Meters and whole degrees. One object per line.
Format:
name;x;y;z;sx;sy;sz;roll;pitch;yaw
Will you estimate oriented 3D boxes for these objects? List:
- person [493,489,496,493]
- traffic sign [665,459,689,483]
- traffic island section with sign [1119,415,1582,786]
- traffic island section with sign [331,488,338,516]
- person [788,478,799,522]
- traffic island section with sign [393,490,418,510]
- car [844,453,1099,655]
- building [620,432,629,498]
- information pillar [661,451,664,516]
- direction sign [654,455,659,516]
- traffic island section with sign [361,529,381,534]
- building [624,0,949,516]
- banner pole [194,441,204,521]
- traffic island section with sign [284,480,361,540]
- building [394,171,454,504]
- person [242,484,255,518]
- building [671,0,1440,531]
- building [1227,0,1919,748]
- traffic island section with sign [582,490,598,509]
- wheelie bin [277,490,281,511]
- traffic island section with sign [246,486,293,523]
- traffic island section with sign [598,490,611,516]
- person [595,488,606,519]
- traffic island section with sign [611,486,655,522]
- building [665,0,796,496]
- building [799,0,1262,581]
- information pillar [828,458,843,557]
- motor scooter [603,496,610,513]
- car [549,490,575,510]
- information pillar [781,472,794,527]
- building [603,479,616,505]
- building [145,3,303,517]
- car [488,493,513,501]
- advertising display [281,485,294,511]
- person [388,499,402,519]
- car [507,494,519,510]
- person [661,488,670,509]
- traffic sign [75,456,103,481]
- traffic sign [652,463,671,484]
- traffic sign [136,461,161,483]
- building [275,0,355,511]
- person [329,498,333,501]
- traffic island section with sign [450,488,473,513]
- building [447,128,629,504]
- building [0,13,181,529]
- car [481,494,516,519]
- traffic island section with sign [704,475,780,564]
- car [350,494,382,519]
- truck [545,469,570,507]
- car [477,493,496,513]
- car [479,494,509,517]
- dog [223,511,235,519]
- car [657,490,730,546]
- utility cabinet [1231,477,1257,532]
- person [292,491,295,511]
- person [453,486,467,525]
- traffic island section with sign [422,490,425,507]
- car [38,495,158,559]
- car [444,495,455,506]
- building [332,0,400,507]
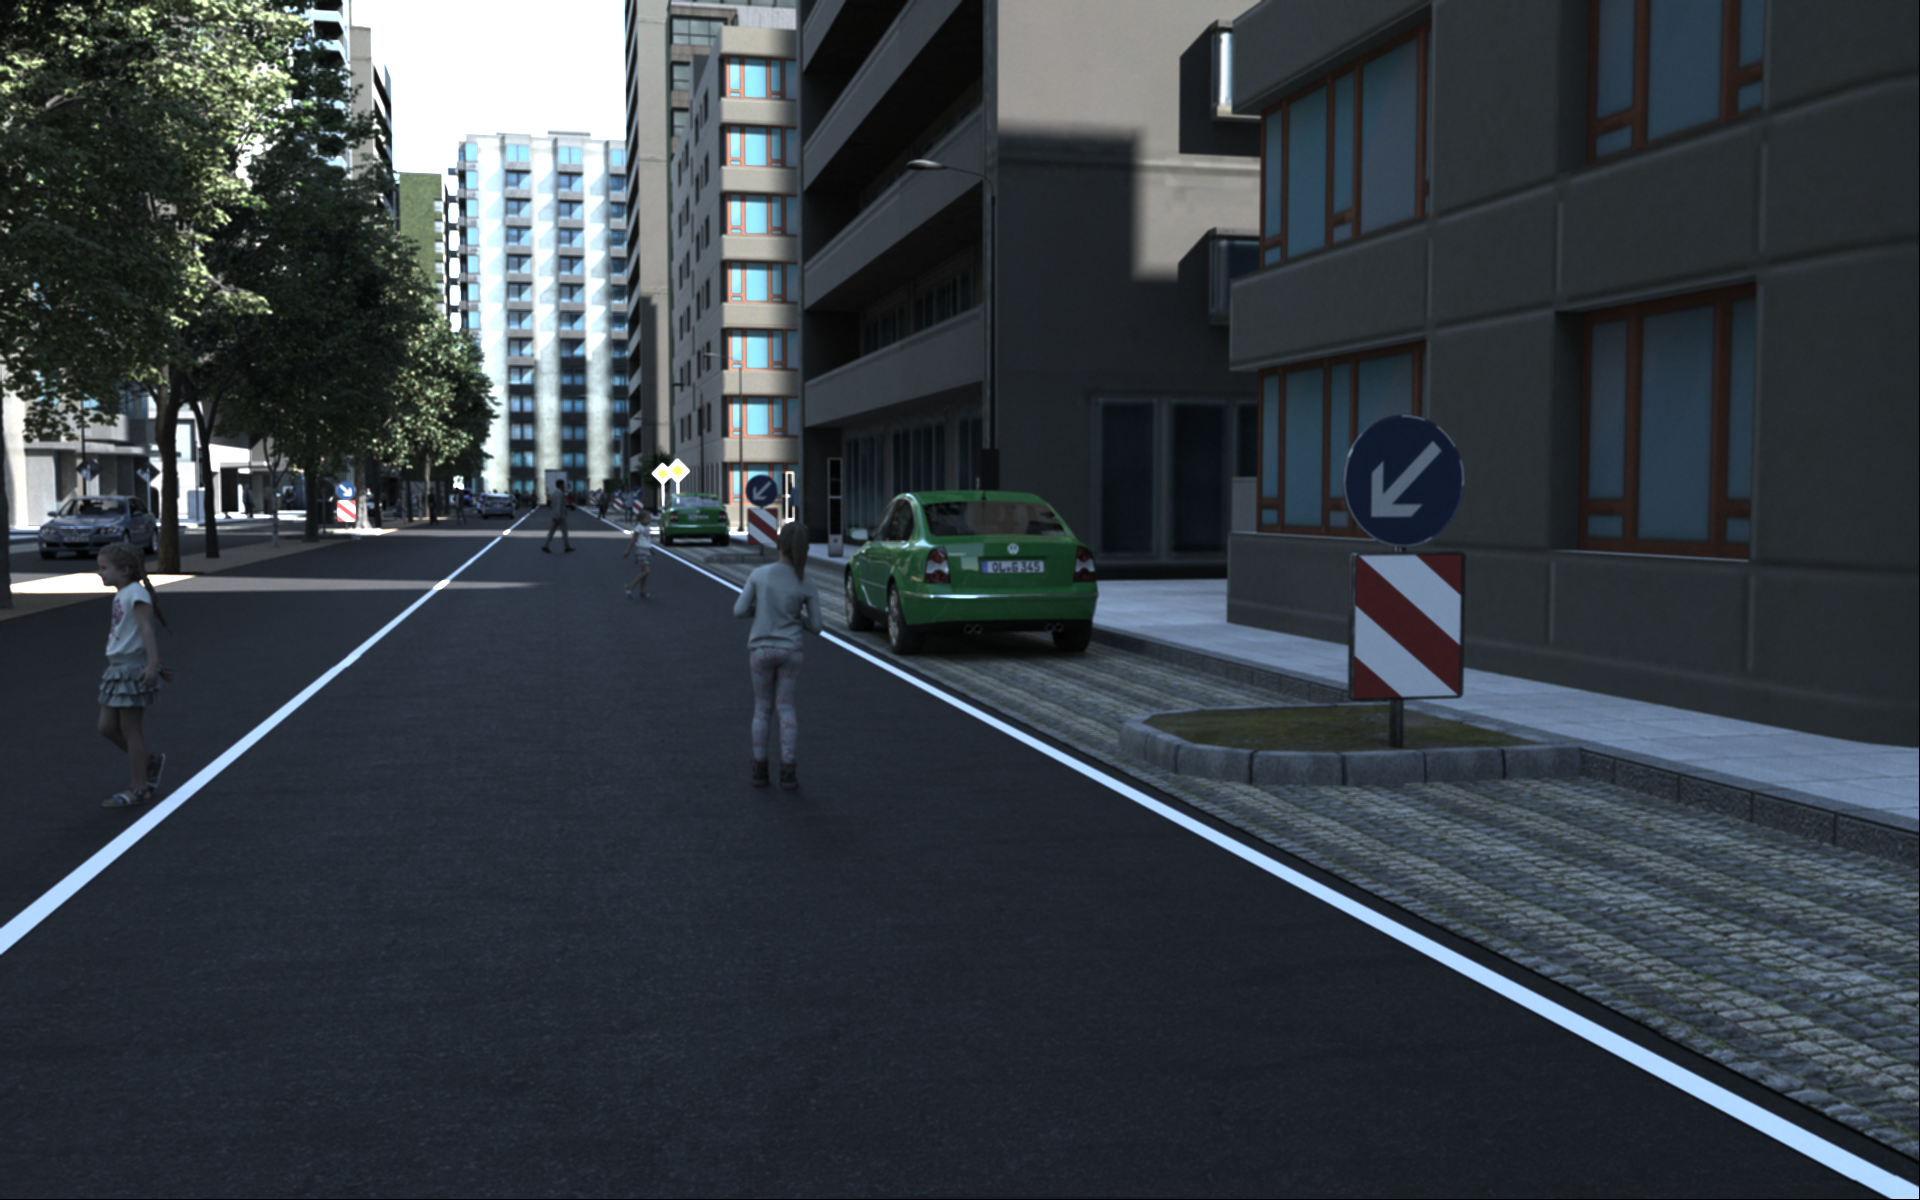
person;-36.245;-7.714;134.719;0.767;1.812;0.694;-2;4;-33
traffic sign;-9.304;-3.366;57.226;0.795;2.593;0.064;-1;4;-13
traffic island section with sign;1.952;-0.049;9.422;1.989;1.847;2.006;-1;4;-13
traffic island section with sign;-40.100;-6.289;111.454;1.989;1.847;2.006;-1;4;-13
person;-4.741;-2.734;51.084;0.601;1.785;0.444;1;4;23
traffic island section with sign;-51.530;-9.268;160.156;1.989;1.847;2.006;-1;4;-13
car;-0.016;-0.492;16.844;1.959;1.807;4.718;-1;4;-12
building;-22.863;-52.746;175.070;22.319;86.520;31.000;-1;4;-13
information pillar;-16.308;-6.333;94.895;0.183;3.616;0.504;-1;4;-21
direction sign;-17.502;-6.591;99.757;0.379;3.537;0.876;0;4;-2
traffic island section with sign;-21.962;-3.307;62.202;2.006;1.907;1.989;-1;4;-13
building;-13.762;-30.956;129.826;21.300;48.544;21.600;-1;4;-13
banner pole;-36.071;-5.635;82.142;0.401;3.779;0.863;0;4;7
traffic island section with sign;-20.278;-2.866;54.988;2.006;1.907;1.989;-1;4;-13
building;-72.387;-32.872;221.048;14.086;41.232;14.154;-1;4;-13
person;-37.855;-5.256;92.163;0.709;1.800;0.728;-2;4;-35
building;2.101;-14.427;80.914;28.899;21.520;27.650;-1;4;-13
building;19.424;-9.830;5.760;27.650;21.520;28.899;-1;4;-13
traffic island section with sign;-40.575;-11.131;190.618;1.989;1.847;2.006;-1;4;-13
wheelie bin;-50.672;-7.353;128.126;0.980;1.594;0.693;1;4;18
traffic island section with sign;-33.935;-4.684;85.211;1.989;1.847;2.006;-1;4;-13
traffic island section with sign;-22.935;-6.533;115.448;1.989;1.847;2.006;-1;4;-13
person;-21.032;-5.643;101.168;0.661;1.777;0.834;2;4;33
traffic island section with sign;-16.781;-4.928;89.202;1.989;1.847;2.006;-1;4;-13
building;-10.682;-20.360;104.593;14.160;30.474;14.107;-1;4;-13
building;8.515;-25.246;36.470;21.300;48.544;21.600;-1;4;-13
information pillar;-2.534;-1.882;35.267;0.304;2.012;0.304;0;4;-3
motor scooter;-27.348;-7.368;133.243;0.815;1.314;1.986;-1;4;-15
car;-35.567;-8.954;155.064;2.281;1.827;5.304;-1;4;-15
information pillar;-5.747;-3.260;57.789;0.304;2.012;0.304;-3;4;-38
building;-25.778;-31.338;204.263;32.217;40.220;23.993;-1;4;-13
building;-56.512;-31.610;106.067;28.713;52.752;27.495;-1;4;-13
car;-30.868;-6.537;115.675;1.959;1.807;4.718;-1;4;-13
advertising display;-50.596;-7.655;130.372;0.123;1.923;0.974;3;4;36
person;-32.072;-5.168;98.487;1.012;1.151;0.738;-2;4;-32
car;-41.967;-9.096;160.728;2.014;1.417;4.499;-1;4;-14
person;-12.481;-3.934;73.820;0.522;1.701;0.512;-1;4;-10
traffic sign;-26.730;-3.118;53.171;0.795;2.593;0.064;-1;4;-13
traffic sign;-11.129;-3.842;65.000;0.795;2.593;0.064;-1;4;-13
traffic sign;-28.556;-3.594;60.945;0.795;2.593;0.064;-1;4;-13
building;-62.085;-50.878;144.529;22.319;86.520;31.000;-1;4;-13
person;-45.605;-7.256;125.250;0.524;1.755;0.480;-2;4;-27
traffic island section with sign;-39.146;-7.781;135.357;2.006;1.907;1.989;-1;4;-13
building;-51.694;-37.339;230.097;30.456;49.044;23.786;-1;4;-13
building;-46.850;-27.580;70.534;23.786;49.044;30.456;-1;4;-13
car;-26.778;-5.414;100.524;2.014;1.417;4.499;-1;4;-14
traffic island section with sign;-4.337;-1.690;36.254;1.989;1.847;2.006;-1;4;-13
car;-34.144;-5.476;99.318;2.009;1.686;4.222;-1;4;-14
truck;-47.017;-13.044;202.176;2.839;4.237;11.283;-1;4;-12
car;-35.308;-7.368;130.055;1.945;1.707;3.694;-1;4;-13
car;-29.657;-6.025;110.519;2.014;1.417;4.499;-1;4;-14
dog;-37.774;-4.392;89.538;0.748;0.427;0.550;-3;4;-38
car;-7.507;-2.441;48.704;1.959;1.807;4.718;-1;4;-12
utility cabinet;4.124;-0.840;22.407;1.173;1.500;0.318;1;4;19
person;-50.918;-7.693;131.841;0.660;1.820;0.620;0;4;7
person;-22.916;-4.305;79.242;0.623;1.781;0.721;1;4;9
traffic island section with sign;-57.689;-10.873;186.400;1.989;1.847;2.006;-1;4;-13
car;-19.781;-1.708;39.922;2.014;1.417;4.499;-1;4;-13
car;-52.993;-10.329;181.241;2.083;1.381;4.827;-1;4;-13
building;-67.899;-33.492;171.291;21.300;48.544;21.600;-1;4;-13
